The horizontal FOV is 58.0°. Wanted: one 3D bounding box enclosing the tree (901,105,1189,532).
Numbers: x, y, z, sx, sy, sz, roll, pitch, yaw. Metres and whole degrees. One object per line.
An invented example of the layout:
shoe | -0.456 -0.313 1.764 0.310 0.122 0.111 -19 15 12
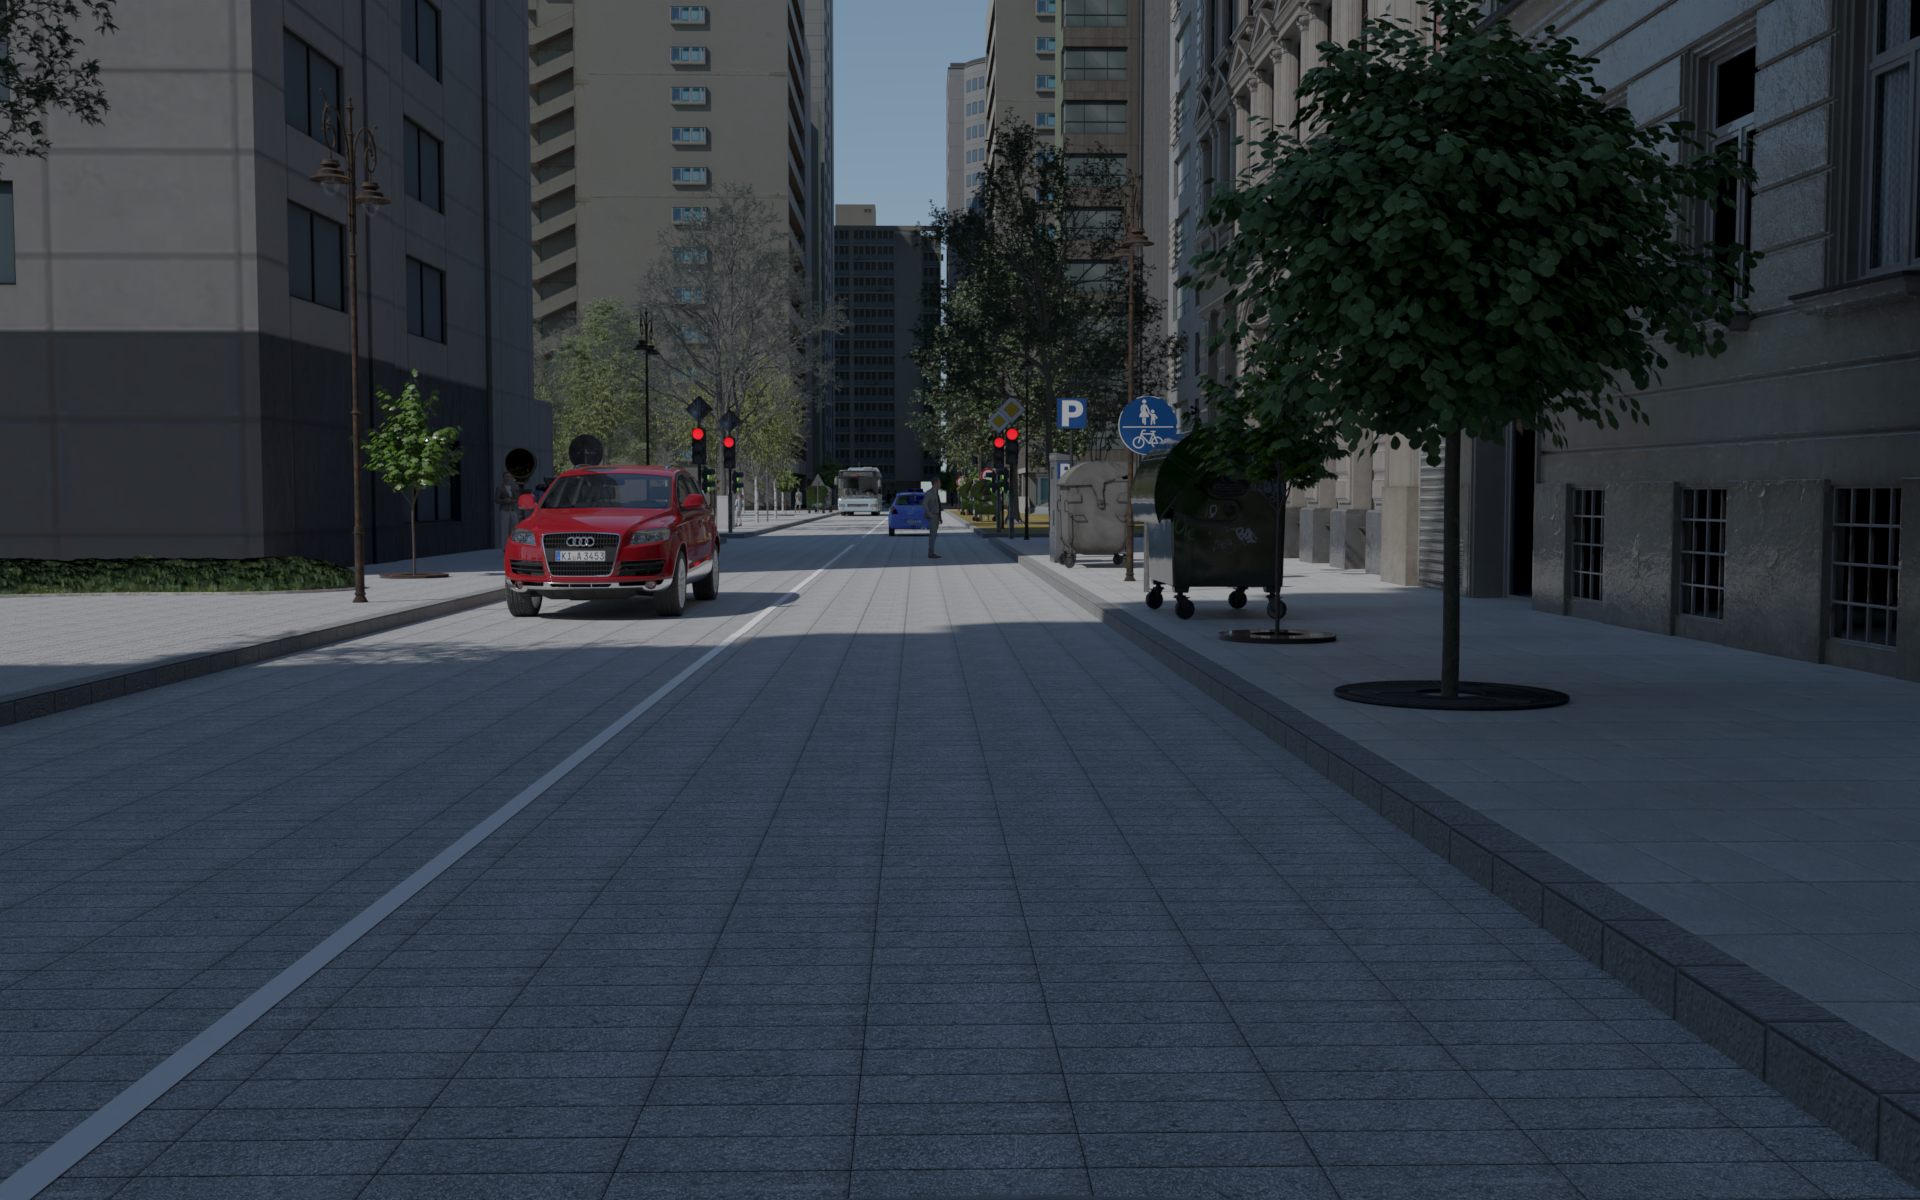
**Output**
tree | 2.005 -6.597 42.276 7.601 10.594 8.767 0 4 4

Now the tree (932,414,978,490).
tree | 0.304 -10.314 118.989 4.737 8.622 4.395 0 3 0

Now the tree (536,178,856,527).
tree | -9.047 -9.555 66.597 12.009 13.543 11.850 0 3 0

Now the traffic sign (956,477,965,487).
traffic sign | 0.121 -7.701 126.013 0.768 2.556 0.104 0 4 6

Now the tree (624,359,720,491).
tree | -15.441 -8.693 92.494 4.360 8.622 3.978 0 3 0

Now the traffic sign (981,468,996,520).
traffic sign | 1.383 -5.147 84.264 0.768 2.556 0.104 0 4 6

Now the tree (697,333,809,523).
tree | -8.978 -7.719 76.567 4.737 8.622 4.395 0 3 0

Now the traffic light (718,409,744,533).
traffic light | -7.589 -4.181 57.273 0.839 4.253 0.868 0 4 -1

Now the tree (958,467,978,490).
tree | 0.900 -7.257 113.252 1.663 3.219 1.824 0 3 0

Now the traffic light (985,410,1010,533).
traffic light | 1.269 -4.194 57.498 0.839 4.253 0.868 0 4 -1

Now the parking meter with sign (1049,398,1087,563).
parking meter with sign | 1.957 -2.214 32.453 0.543 3.016 1.738 0 4 -5

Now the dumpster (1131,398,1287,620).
dumpster | 2.684 -0.974 18.424 1.502 2.255 1.985 0 4 -1

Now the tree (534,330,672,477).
tree | -16.069 -7.708 76.389 4.737 8.622 4.395 0 3 0

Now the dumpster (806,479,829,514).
dumpster | -9.477 -6.847 114.446 1.502 2.255 1.985 0 4 -1

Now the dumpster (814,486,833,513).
dumpster | -9.477 -6.995 120.132 1.264 1.857 1.865 0 4 -1

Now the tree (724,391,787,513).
tree | -14.490 -10.061 114.860 4.360 8.622 3.978 0 3 0

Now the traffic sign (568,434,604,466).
traffic sign | -7.950 -2.245 36.806 0.768 2.556 0.104 0 4 6

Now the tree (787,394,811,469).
tree | -13.097 -10.865 128.007 4.360 8.622 3.978 0 3 0

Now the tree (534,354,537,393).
tree | -24.656 -12.375 112.696 12.009 13.543 11.850 0 3 0

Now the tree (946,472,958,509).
tree | -0.433 -9.301 146.669 1.663 3.219 1.824 0 3 0

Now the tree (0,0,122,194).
tree | -7.965 -4.586 9.388 7.601 10.594 8.767 -3 5 -42

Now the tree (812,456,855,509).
tree | -10.892 -9.869 145.064 4.285 4.588 4.351 0 3 0

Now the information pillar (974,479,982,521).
information pillar | 0.852 -4.761 82.332 0.304 2.012 0.304 2 4 33

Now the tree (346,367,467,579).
tree | -8.311 -1.948 26.457 1.663 3.219 1.824 0 3 0

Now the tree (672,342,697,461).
tree | -12.448 -8.108 82.928 4.737 8.622 4.395 0 3 0

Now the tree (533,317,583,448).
tree | -17.859 -7.371 70.871 4.360 8.622 3.978 0 3 0

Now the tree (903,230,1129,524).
tree | 2.309 -9.573 73.525 9.611 12.733 9.660 0 3 0

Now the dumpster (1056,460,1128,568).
dumpster | 2.390 -1.518 30.584 1.264 1.857 1.865 0 4 -1

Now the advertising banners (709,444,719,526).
advertising banners | -8.458 -3.886 59.725 0.090 3.025 2.074 0 4 1

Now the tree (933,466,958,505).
tree | -1.650 -13.343 201.863 4.285 4.588 4.351 0 3 0

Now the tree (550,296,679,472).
tree | -19.896 -11.105 99.692 7.486 12.596 7.792 0 3 0

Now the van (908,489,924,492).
van | -4.907 -11.469 191.903 2.240 2.365 5.245 0 4 -2

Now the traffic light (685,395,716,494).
traffic light | -7.400 -3.692 49.290 0.839 4.253 0.868 0 4 -1

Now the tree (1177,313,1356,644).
tree | 2.917 -1.264 15.271 1.663 3.219 1.824 0 3 0

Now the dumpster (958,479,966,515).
dumpster | 0.633 -6.246 104.621 1.502 2.255 1.985 0 4 -2

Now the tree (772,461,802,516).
tree | -10.288 -6.547 101.650 1.663 3.219 1.824 0 3 0

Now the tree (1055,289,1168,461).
tree | 5.217 -6.882 62.890 4.360 8.622 3.978 0 3 0

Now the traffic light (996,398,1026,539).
traffic light | 1.459 -3.706 49.516 0.839 4.253 0.868 0 4 -1

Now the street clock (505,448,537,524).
street clock | -6.878 -1.383 27.176 0.471 2.002 0.358 0 4 -7

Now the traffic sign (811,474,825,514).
traffic sign | -9.109 -6.788 110.988 0.884 2.594 0.081 0 4 7

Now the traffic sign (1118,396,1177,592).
traffic sign | 2.438 -1.372 22.534 0.768 2.556 0.104 0 4 4

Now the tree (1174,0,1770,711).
tree | 3.045 -1.661 10.875 4.285 4.588 4.351 0 3 0

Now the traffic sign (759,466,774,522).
traffic sign | -8.871 -4.873 79.778 0.768 2.556 0.104 0 4 -1

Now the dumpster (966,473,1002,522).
dumpster | 1.196 -4.781 80.663 1.502 2.255 1.985 0 4 -1
